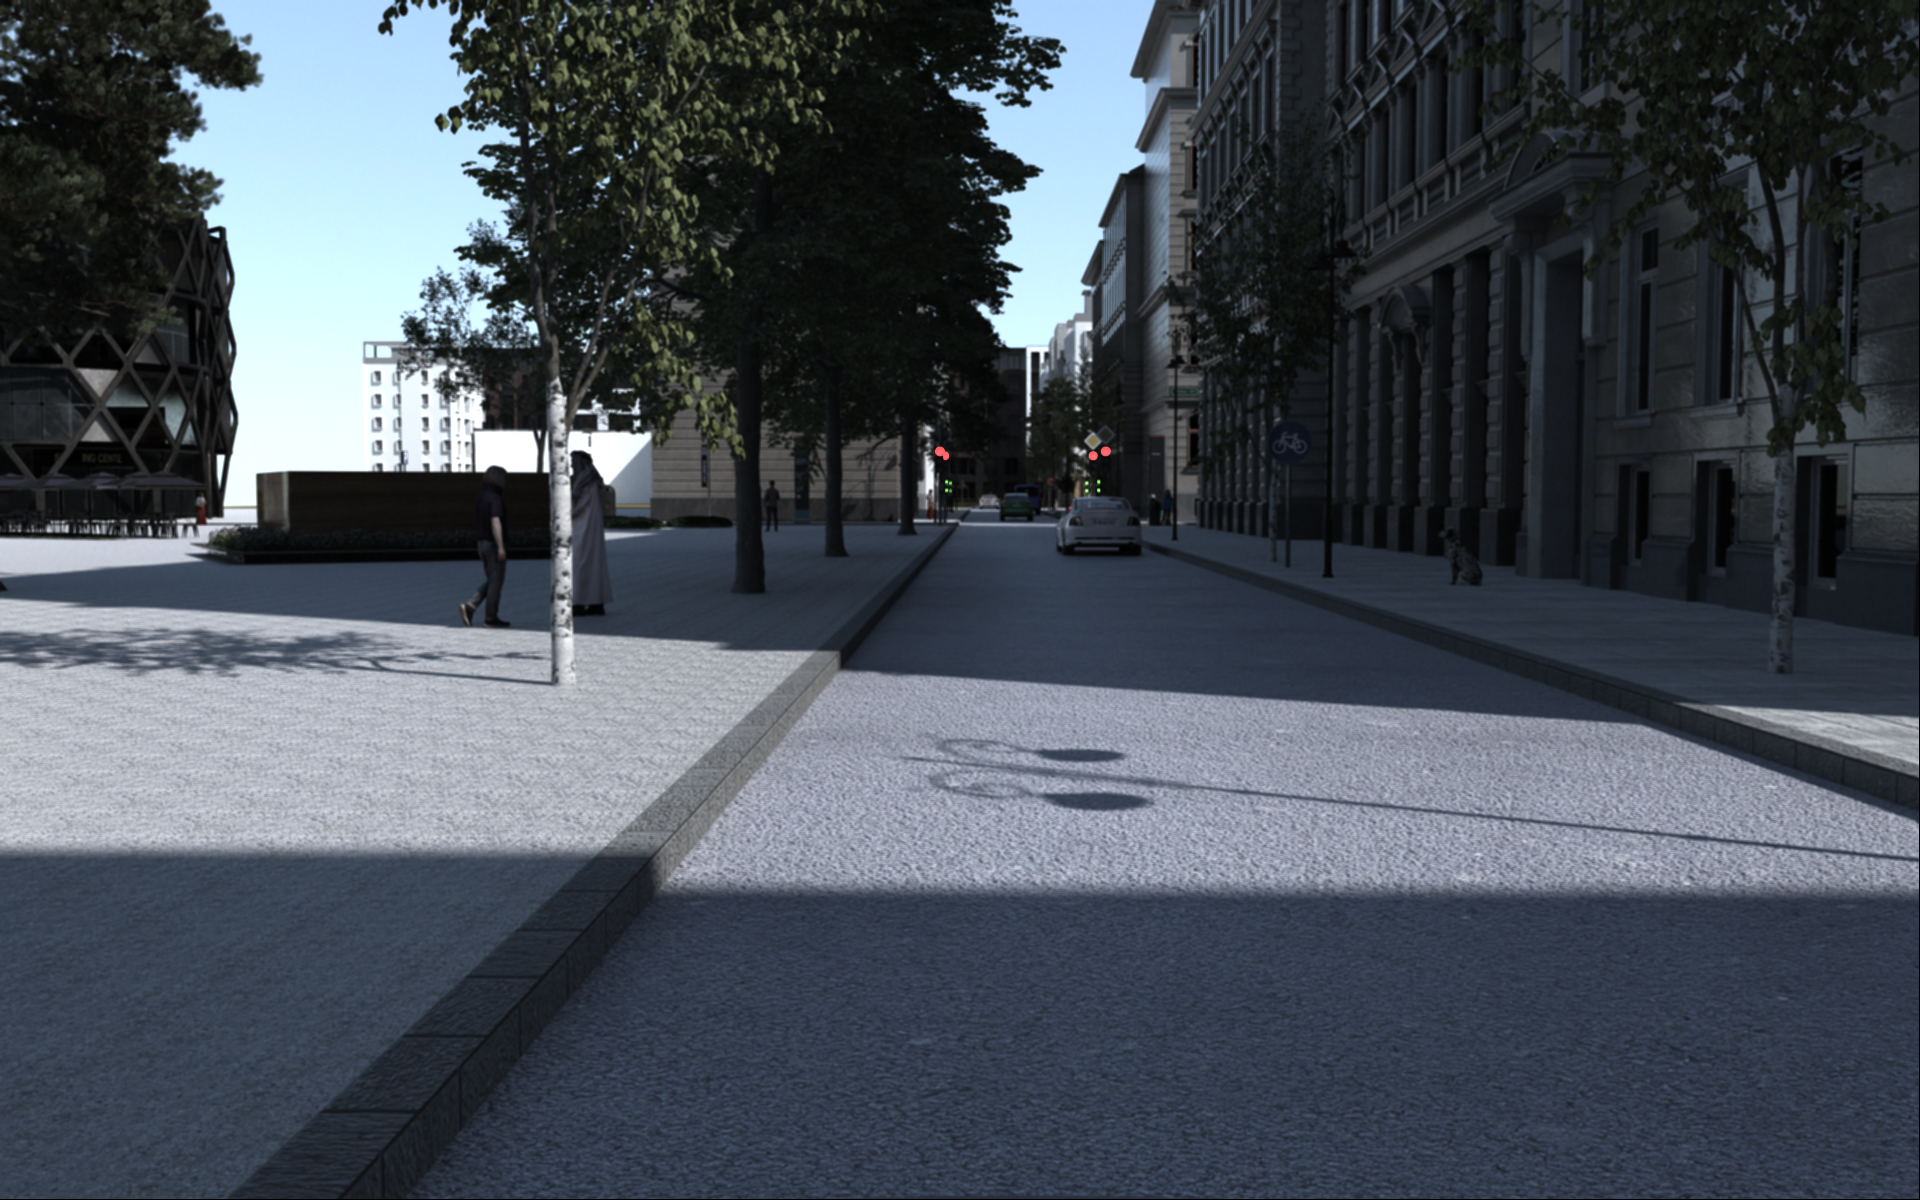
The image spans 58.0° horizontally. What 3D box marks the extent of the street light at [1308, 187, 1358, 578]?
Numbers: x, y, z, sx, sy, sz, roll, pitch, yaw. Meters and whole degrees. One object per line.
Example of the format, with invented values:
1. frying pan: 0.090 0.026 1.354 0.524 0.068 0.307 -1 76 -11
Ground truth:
1. street light: 5.666 -3.285 26.498 0.468 5.910 1.993 0 4 1

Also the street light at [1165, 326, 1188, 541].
1. street light: 5.944 -4.585 47.746 0.468 5.910 1.993 0 4 1

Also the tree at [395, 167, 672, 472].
1. tree: -12.351 -7.074 50.073 8.767 10.594 7.601 0 4 -1

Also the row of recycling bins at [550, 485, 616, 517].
1. row of recycling bins: -17.051 -4.274 76.989 3.534 1.692 1.069 0 4 3

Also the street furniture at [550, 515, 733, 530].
1. street furniture: -13.875 -3.041 65.340 10.072 0.657 5.734 1 4 10

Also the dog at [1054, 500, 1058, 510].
1. dog: 7.745 -7.815 142.162 0.800 0.831 0.513 -3 4 -39

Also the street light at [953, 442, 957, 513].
1. street light: -0.527 -8.990 119.780 0.468 5.910 1.993 0 4 1

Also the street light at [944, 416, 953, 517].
1. street light: -0.795 -7.694 98.576 0.468 5.910 1.993 0 4 1

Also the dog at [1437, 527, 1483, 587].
1. dog: 7.098 -0.607 24.297 0.513 0.831 0.800 -1 4 -10

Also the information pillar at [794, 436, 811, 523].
1. information pillar: -7.025 -5.357 76.958 0.750 3.857 0.750 0 4 -6

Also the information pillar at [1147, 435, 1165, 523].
1. information pillar: 8.702 -5.341 76.701 0.750 3.857 0.750 0 4 0

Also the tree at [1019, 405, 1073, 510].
1. tree: 7.001 -11.613 140.230 4.360 8.622 3.978 0 3 0

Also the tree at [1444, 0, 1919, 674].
1. tree: 5.644 -3.778 12.131 4.737 8.622 4.395 0 3 0

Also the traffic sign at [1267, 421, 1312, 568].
1. traffic sign: 5.724 -1.839 30.168 0.768 2.556 0.104 0 4 1

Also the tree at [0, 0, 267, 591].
1. tree: -12.943 -7.017 22.145 7.806 13.903 7.818 0 3 0

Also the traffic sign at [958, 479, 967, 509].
1. traffic sign: 0.203 -9.357 152.986 0.884 2.594 0.081 0 4 7

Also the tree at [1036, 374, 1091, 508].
1. tree: 8.948 -14.343 156.570 6.751 12.117 7.091 0 3 0

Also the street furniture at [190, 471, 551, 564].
1. street furniture: -12.600 -1.717 34.921 9.812 1.723 11.010 -2 4 -29

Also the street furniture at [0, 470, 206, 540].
1. street furniture: -35.126 -3.106 55.808 14.083 1.986 27.439 -3 5 -44

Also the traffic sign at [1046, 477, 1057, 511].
1. traffic sign: 6.805 -7.867 128.737 0.768 2.556 0.104 0 4 5

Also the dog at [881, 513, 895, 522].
1. dog: -3.301 -3.737 78.840 0.748 0.427 0.550 1 4 13

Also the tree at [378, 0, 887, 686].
1. tree: -2.445 -3.727 11.302 4.737 8.622 4.395 0 3 0

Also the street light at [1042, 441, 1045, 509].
1. street light: 7.399 -10.963 152.036 0.468 5.910 1.993 0 4 1

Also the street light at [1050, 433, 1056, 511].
1. street light: 7.083 -9.684 131.119 0.468 5.910 1.993 0 4 1

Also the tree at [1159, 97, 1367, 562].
1. tree: 5.910 -5.045 32.851 4.737 8.622 4.395 0 3 0

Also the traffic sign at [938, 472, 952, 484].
1. traffic sign: -0.789 -5.633 92.198 0.768 2.556 0.104 0 4 7

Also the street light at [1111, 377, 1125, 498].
1. street light: 6.265 -5.864 68.663 0.468 5.910 1.993 0 4 1

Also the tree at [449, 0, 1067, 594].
1. tree: -2.313 -6.362 22.141 7.486 12.596 7.792 0 3 0

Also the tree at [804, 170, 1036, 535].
1. tree: -1.669 -8.083 54.207 6.751 12.117 7.091 0 3 0

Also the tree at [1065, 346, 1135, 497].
1. tree: 6.645 -8.254 85.322 4.737 8.622 4.395 0 3 0

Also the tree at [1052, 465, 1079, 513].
1. tree: 7.178 -7.393 115.472 1.663 3.219 1.824 0 3 0

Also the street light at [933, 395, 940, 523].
1. street light: -1.109 -6.414 77.660 0.468 5.910 1.993 0 4 1

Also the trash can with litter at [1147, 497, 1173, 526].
1. trash can with litter: 8.102 -3.582 69.954 1.055 1.170 0.624 0 4 -3

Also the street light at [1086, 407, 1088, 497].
1. street light: 6.526 -7.118 89.175 0.468 5.910 1.993 0 4 1

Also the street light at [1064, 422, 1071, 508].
1. street light: 6.833 -8.405 110.201 0.468 5.910 1.993 0 4 1

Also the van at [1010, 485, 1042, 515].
1. van: 4.563 -7.018 119.122 2.240 2.365 5.245 0 4 1

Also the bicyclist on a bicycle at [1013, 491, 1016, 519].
1. bicyclist on a bicycle: 3.190 -5.613 101.791 1.499 1.676 1.625 0 4 1

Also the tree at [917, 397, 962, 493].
1. tree: -1.445 -10.558 122.982 4.360 8.622 3.978 0 3 0
